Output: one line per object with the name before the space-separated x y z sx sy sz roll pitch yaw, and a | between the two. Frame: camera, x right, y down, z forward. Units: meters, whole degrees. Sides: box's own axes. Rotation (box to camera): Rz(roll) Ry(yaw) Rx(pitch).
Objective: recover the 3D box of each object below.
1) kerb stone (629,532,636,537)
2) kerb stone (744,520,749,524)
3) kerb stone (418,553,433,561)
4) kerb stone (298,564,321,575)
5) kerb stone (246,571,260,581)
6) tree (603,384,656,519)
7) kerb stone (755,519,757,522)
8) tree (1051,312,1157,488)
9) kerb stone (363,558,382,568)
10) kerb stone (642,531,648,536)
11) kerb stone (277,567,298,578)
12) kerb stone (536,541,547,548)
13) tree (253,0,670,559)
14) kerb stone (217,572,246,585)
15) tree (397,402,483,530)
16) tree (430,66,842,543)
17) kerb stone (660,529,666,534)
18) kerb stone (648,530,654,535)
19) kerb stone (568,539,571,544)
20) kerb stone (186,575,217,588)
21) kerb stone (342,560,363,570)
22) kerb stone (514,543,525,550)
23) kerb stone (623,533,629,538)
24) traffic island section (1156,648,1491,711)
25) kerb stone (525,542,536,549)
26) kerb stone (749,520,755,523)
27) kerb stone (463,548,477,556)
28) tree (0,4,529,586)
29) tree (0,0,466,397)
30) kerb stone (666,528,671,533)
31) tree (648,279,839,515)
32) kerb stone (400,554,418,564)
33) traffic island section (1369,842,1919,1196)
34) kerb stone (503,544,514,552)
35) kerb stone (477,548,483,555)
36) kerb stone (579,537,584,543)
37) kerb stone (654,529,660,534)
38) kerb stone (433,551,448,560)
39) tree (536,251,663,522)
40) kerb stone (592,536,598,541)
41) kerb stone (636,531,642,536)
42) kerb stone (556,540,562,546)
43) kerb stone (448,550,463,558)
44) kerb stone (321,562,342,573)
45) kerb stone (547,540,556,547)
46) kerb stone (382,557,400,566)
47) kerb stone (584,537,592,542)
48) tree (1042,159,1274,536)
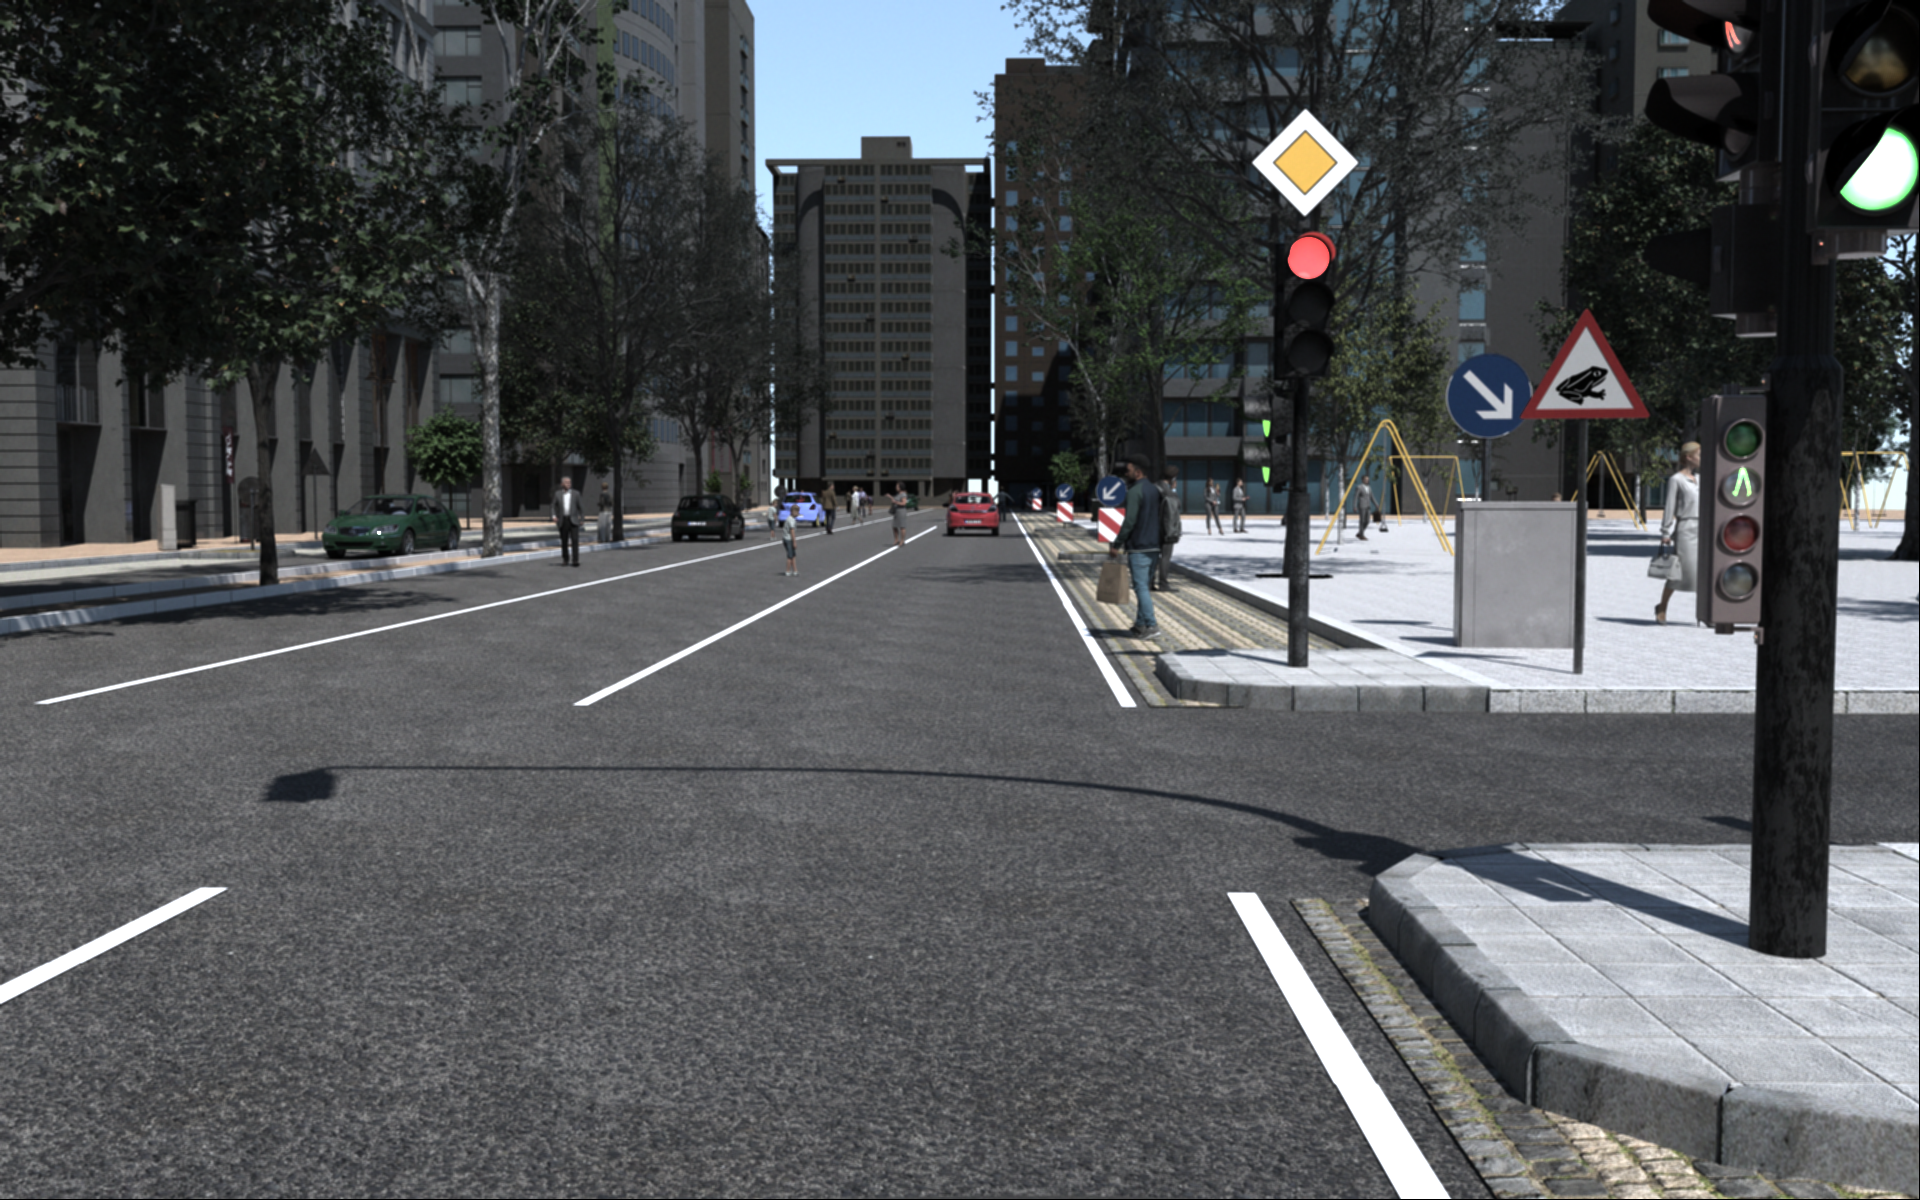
kerb stone | -10.994 -2.143 57.346 0.120 0.150 1.000 0 4 1
kerb stone | -10.369 -3.716 82.952 0.120 0.150 1.000 0 4 1
kerb stone | -11.484 -0.894 36.831 0.120 0.150 1.000 0 4 1
kerb stone | -11.626 -0.519 30.675 0.120 0.150 1.000 0 4 1
kerb stone | -11.673 -0.389 28.624 0.120 0.150 1.000 0 4 1
tree | -17.359 -8.445 88.445 4.360 8.622 3.978 0 3 0
kerb stone | -10.300 -3.904 86.027 0.120 0.150 1.000 0 4 1
tree | 6.072 -7.381 71.045 4.360 8.622 3.978 0 3 0
kerb stone | -11.552 -0.708 33.763 0.120 0.150 1.000 0 4 1
kerb stone | -10.938 -2.275 59.402 0.120 0.150 1.000 0 4 1
kerb stone | -11.645 -0.456 29.653 0.120 0.150 1.000 0 4 1
kerb stone | -11.254 -1.459 46.071 0.120 0.150 1.000 0 4 1
tree | -11.147 -10.938 37.179 12.611 20.169 13.585 0 3 0
kerb stone | -11.701 -0.331 27.602 0.120 0.150 1.000 0 4 1
tree | -18.262 -4.770 61.697 4.285 4.588 4.351 0 3 0
tree | -9.903 -8.374 49.743 12.009 13.543 11.850 0 3 0
kerb stone | -10.863 -2.460 62.475 0.120 0.150 1.000 0 4 1
kerb stone | -10.922 -2.338 60.428 0.120 0.150 1.000 0 4 1
kerb stone | -11.185 -1.648 49.145 0.120 0.150 1.000 0 4 1
kerb stone | -11.724 -0.263 26.570 0.120 0.150 1.000 0 4 1
kerb stone | -11.577 -0.644 32.730 0.120 0.150 1.000 0 4 1
kerb stone | -11.306 -1.335 44.015 0.120 0.150 1.000 0 4 1
kerb stone | -11.012 -2.087 56.324 0.120 0.150 1.000 0 4 1
traffic island section | 2.535 0.575 12.881 2.009 0.180 2.903 0 4 1
kerb stone | -11.285 -1.397 45.037 0.120 0.150 1.000 0 4 1
kerb stone | -10.326 -3.841 85.002 0.120 0.150 1.000 0 4 1
kerb stone | -11.401 -1.080 39.910 0.120 0.150 1.000 0 4 1
tree | -10.618 -5.496 26.728 8.767 10.594 7.601 0 4 1
tree | -10.575 -6.025 17.969 9.611 12.733 9.660 0 3 0
kerb stone | -10.834 -2.526 63.498 0.120 0.150 1.000 0 4 1
tree | -9.100 -8.252 71.793 8.767 10.594 7.601 0 4 1
kerb stone | -11.497 -0.827 35.808 0.120 0.150 1.000 0 4 1
traffic island section | 2.344 1.063 4.898 2.009 0.180 2.903 0 4 1
kerb stone | -11.328 -1.272 42.989 0.120 0.150 1.000 0 4 1
kerb stone | -11.379 -1.146 40.932 0.120 0.150 1.000 0 4 1
kerb stone | -11.156 -1.709 50.172 0.120 0.150 1.000 0 4 1
kerb stone | -10.885 -2.400 61.453 0.120 0.150 1.000 0 4 1
kerb stone | -11.456 -0.958 37.853 0.120 0.150 1.000 0 4 1
tree | -18.403 -9.945 79.602 9.611 12.733 9.660 0 3 0
kerb stone | -11.106 -1.833 52.216 0.120 0.150 1.000 0 4 1
kerb stone | -10.956 -2.207 58.370 0.120 0.150 1.000 0 4 1
kerb stone | -11.213 -1.585 48.118 0.120 0.150 1.000 0 4 1
kerb stone | -11.426 -1.021 38.881 0.120 0.150 1.000 0 4 1
kerb stone | -11.601 -0.580 31.698 0.120 0.150 1.000 0 4 1
kerb stone | -11.235 -1.523 47.095 0.120 0.150 1.000 0 4 1
kerb stone | -11.530 -0.766 34.786 0.120 0.150 1.000 0 4 1
kerb stone | -11.133 -1.774 51.194 0.120 0.150 1.000 0 4 1
tree | 6.063 -7.761 52.655 9.928 11.665 9.643 0 3 0
